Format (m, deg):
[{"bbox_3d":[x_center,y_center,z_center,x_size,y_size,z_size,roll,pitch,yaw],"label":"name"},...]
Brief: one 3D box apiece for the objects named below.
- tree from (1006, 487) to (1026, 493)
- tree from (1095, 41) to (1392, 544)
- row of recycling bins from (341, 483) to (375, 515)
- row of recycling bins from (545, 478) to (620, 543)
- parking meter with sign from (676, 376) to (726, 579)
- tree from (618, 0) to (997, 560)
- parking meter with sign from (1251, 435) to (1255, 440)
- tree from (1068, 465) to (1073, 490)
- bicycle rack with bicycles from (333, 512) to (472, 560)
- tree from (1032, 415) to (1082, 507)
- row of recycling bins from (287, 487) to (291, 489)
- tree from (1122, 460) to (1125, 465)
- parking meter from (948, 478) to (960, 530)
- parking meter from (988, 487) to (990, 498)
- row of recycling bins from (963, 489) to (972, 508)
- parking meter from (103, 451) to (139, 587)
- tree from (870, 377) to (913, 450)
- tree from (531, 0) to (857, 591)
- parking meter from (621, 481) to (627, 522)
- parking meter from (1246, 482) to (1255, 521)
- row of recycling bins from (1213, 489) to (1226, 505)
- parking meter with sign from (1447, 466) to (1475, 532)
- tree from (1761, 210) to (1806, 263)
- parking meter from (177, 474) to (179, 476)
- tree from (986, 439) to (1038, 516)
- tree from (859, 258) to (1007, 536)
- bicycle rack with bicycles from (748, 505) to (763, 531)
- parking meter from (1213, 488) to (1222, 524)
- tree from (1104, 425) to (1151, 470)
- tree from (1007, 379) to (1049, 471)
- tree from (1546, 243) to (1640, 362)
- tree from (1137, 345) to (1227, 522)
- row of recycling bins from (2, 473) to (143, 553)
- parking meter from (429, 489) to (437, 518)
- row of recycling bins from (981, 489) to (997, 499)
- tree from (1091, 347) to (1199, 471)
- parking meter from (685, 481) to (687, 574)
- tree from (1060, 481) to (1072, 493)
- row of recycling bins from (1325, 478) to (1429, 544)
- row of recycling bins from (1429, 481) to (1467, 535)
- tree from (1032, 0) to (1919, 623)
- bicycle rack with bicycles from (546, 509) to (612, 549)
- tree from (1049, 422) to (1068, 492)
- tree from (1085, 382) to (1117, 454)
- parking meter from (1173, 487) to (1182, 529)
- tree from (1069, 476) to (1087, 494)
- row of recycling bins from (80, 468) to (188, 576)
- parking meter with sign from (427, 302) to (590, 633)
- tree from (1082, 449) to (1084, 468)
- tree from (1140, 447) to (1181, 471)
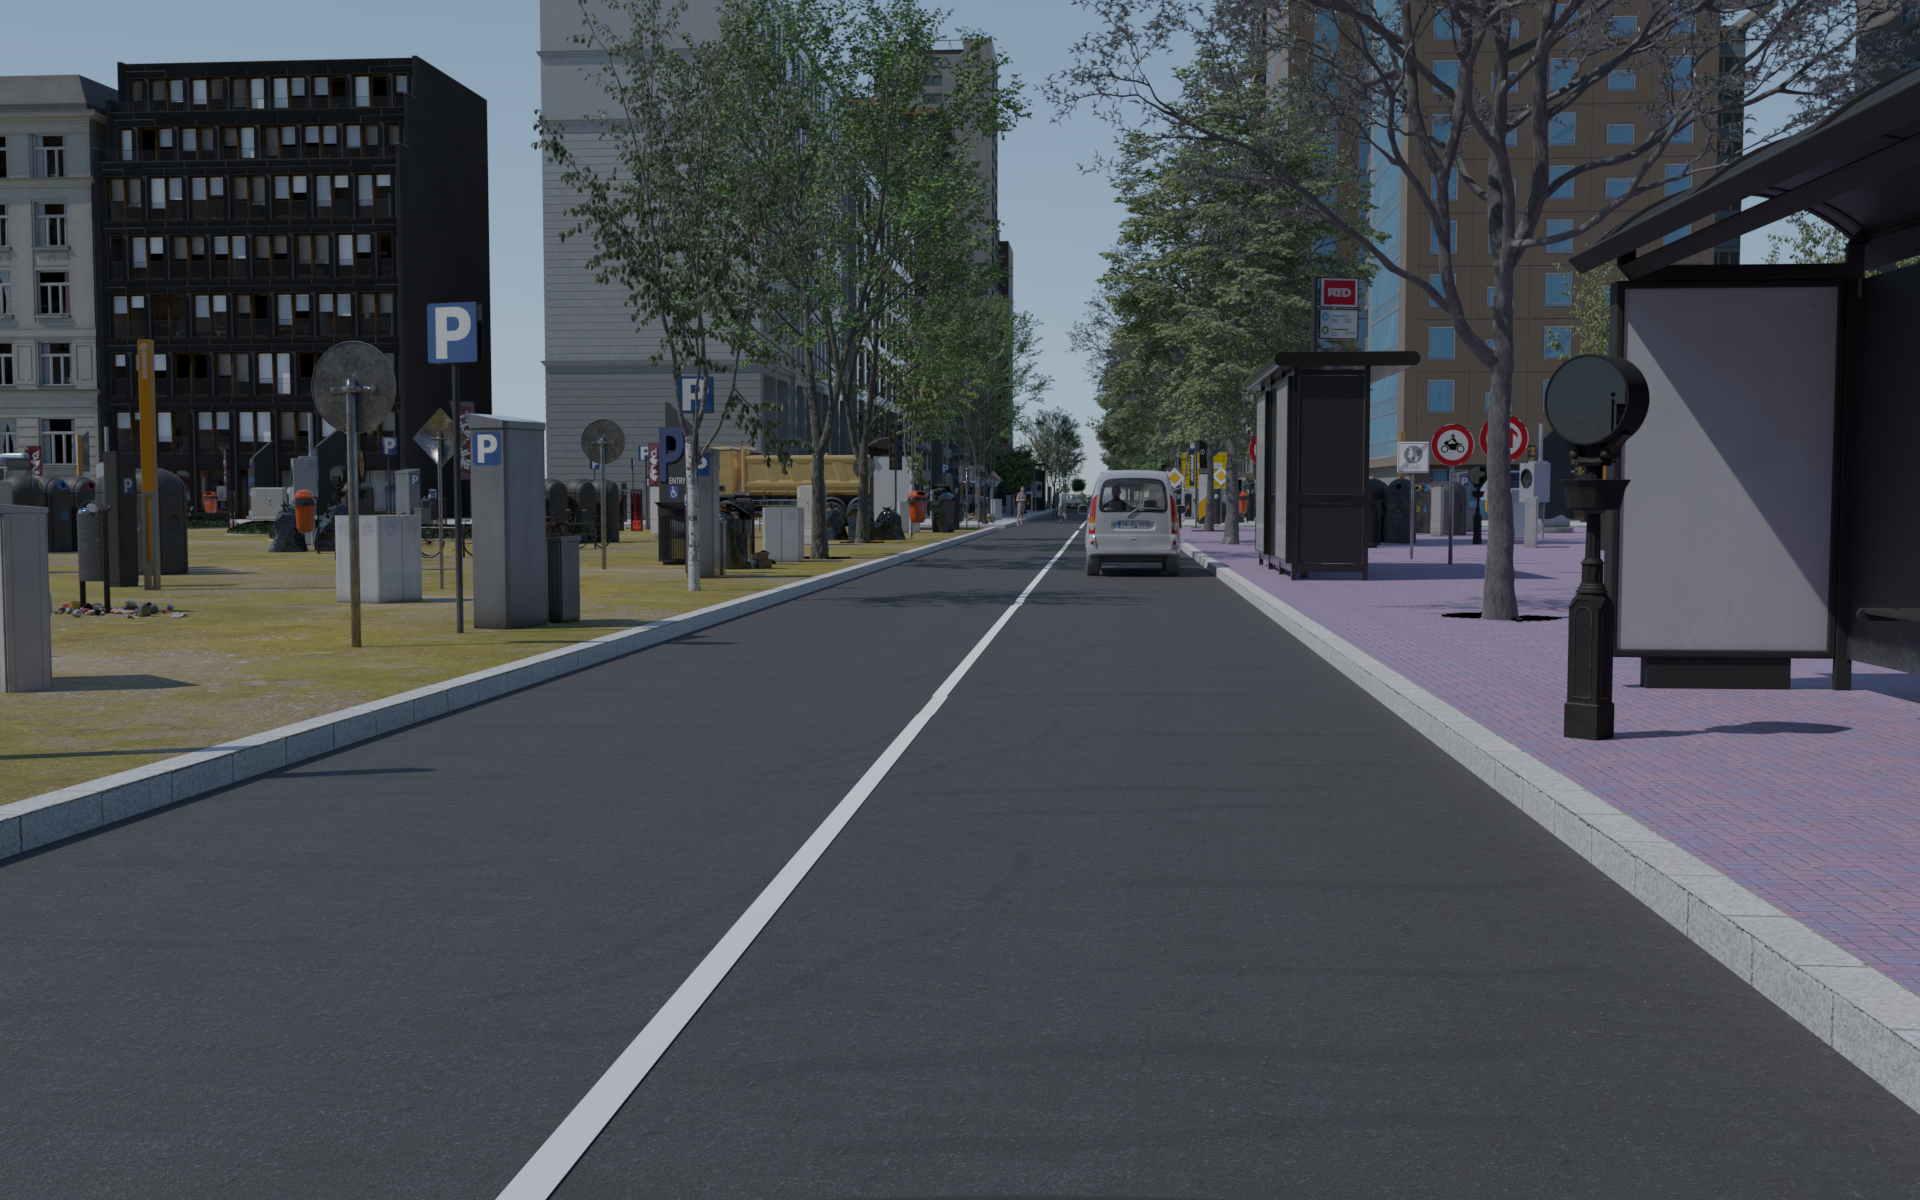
[{"bbox_3d":[3.455,-7.053,109.919,1.663,3.219,1.824,0,3,0],"label":"tree"},{"bbox_3d":[7.116,-7.718,44.315,7.486,12.596,7.792,0,3,0],"label":"tree"},{"bbox_3d":[-22.329,-3.503,64.383,1.069,1.692,3.534,-1,4,-13],"label":"row of recycling bins"},{"bbox_3d":[-10.303,-2.329,45.187,1.069,1.692,3.534,3,4,36],"label":"row of recycling bins"},{"bbox_3d":[-3.910,-1.850,26.510,0.543,3.016,1.738,0,4,0],"label":"parking meter with sign"},{"bbox_3d":[-2.656,-6.621,34.011,9.928,11.665,9.643,0,3,0],"label":"tree"},{"bbox_3d":[9.382,-3.342,50.910,0.543,3.016,1.738,-3,4,-38],"label":"parking meter with sign"},{"bbox_3d":[13.909,-17.628,238.586,4.737,8.622,4.395,0,3,0],"label":"tree"},{"bbox_3d":[-11.172,-1.284,34.377,2.925,0.926,2.852,1,4,14],"label":"bicycle rack with bicycles"},{"bbox_3d":[8.331,-12.838,160.263,4.360,8.622,3.978,0,3,0],"label":"tree"},{"bbox_3d":[-31.314,-4.768,85.067,3.534,1.692,1.069,-3,4,-37],"label":"row of recycling bins"},{"bbox_3d":[23.385,-17.237,232.184,4.737,8.622,4.395,0,3,0],"label":"tree"},{"bbox_3d":[-0.209,-3.423,61.670,0.255,1.863,0.399,3,5,42],"label":"parking meter"},{"bbox_3d":[2.233,-7.412,126.893,0.255,1.863,0.399,3,5,40],"label":"parking meter"},{"bbox_3d":[0.521,-8.345,143.553,1.069,1.692,3.534,0,4,2],"label":"row of recycling bins"},{"bbox_3d":[-11.601,-1.116,23.963,0.255,1.863,0.399,1,4,12],"label":"parking meter"},{"bbox_3d":[-4.766,-9.303,102.465,4.360,8.622,3.978,0,3,0],"label":"tree"},{"bbox_3d":[-3.470,-4.413,22.515,4.360,8.622,3.978,0,3,0],"label":"tree"},{"bbox_3d":[-15.396,-4.507,79.392,0.255,1.863,0.399,-1,4,-12],"label":"parking meter"},{"bbox_3d":[13.855,-4.706,82.653,0.399,1.863,0.255,-3,4,-36],"label":"parking meter"},{"bbox_3d":[20.417,-7.889,136.101,3.534,1.692,1.069,1,4,13],"label":"row of recycling bins"},{"bbox_3d":[17.039,-3.844,59.113,0.543,3.016,1.738,-1,4,-11],"label":"parking meter with sign"},{"bbox_3d":[18.881,-5.387,38.440,4.737,8.622,4.395,0,3,0],"label":"tree"},{"bbox_3d":[-23.347,-2.789,51.316,0.399,1.863,0.255,-1,4,-16],"label":"parking meter"},{"bbox_3d":[3.084,-7.220,101.757,4.285,4.588,4.351,0,3,0],"label":"tree"},{"bbox_3d":[-1.258,-6.296,53.300,4.737,8.622,4.395,0,3,0],"label":"tree"},{"bbox_3d":[-7.711,-2.763,58.561,2.852,0.926,2.925,-1,4,-10],"label":"bicycle rack with bicycles"},{"bbox_3d":[10.878,-3.960,73.164,0.372,1.533,0.369,0,3,0],"label":"parking meter"},{"bbox_3d":[21.426,-16.669,206.946,8.767,10.594,7.601,-1,4,-12],"label":"tree"},{"bbox_3d":[1.543,-8.851,95.074,4.737,8.622,4.395,0,3,0],"label":"tree"},{"bbox_3d":[19.013,-6.113,50.315,4.737,8.622,4.395,0,3,0],"label":"tree"},{"bbox_3d":[10.448,-7.937,80.136,4.360,8.622,3.978,0,3,0],"label":"tree"},{"bbox_3d":[-19.944,-1.925,38.583,1.069,1.692,3.534,1,4,12],"label":"row of recycling bins"},{"bbox_3d":[-25.726,-4.656,84.543,0.372,1.533,0.369,0,3,0],"label":"parking meter"},{"bbox_3d":[2.270,-7.546,130.491,1.069,1.692,3.534,-1,4,-18],"label":"row of recycling bins"},{"bbox_3d":[14.283,-13.620,129.339,9.857,13.997,8.962,0,3,0],"label":"tree"},{"bbox_3d":[-4.250,-1.196,27.967,0.372,1.533,0.369,0,3,0],"label":"parking meter"},{"bbox_3d":[15.331,-15.582,249.368,1.663,3.219,1.824,0,3,0],"label":"tree"},{"bbox_3d":[10.587,-2.391,46.208,1.069,1.692,3.534,-3,5,-44],"label":"row of recycling bins"},{"bbox_3d":[15.406,-2.970,55.673,1.069,1.692,3.534,0,4,-2],"label":"row of recycling bins"},{"bbox_3d":[5.397,-6.543,17.347,12.009,13.543,11.850,0,3,0],"label":"tree"},{"bbox_3d":[-9.497,-1.650,40.359,2.925,0.926,2.852,-3,4,-36],"label":"bicycle rack with bicycles"},{"bbox_3d":[7.624,-13.316,168.072,4.737,8.622,4.395,0,3,0],"label":"tree"},{"bbox_3d":[27.194,-26.437,288.131,12.611,20.169,13.585,0,3,0],"label":"tree"},{"bbox_3d":[8.049,-3.419,64.314,0.372,1.533,0.369,0,3,0],"label":"parking meter"},{"bbox_3d":[20.750,-19.643,304.871,4.285,4.588,4.351,0,3,0],"label":"tree"},{"bbox_3d":[-13.627,-1.319,28.686,1.069,1.692,3.534,-2,4,-35],"label":"row of recycling bins"},{"bbox_3d":[-4.316,-1.248,16.659,0.543,3.016,1.738,1,4,21],"label":"parking meter with sign"},{"bbox_3d":[13.303,-16.236,215.816,4.360,8.622,3.978,0,3,0],"label":"tree"},{"bbox_3d":[13.662,-8.079,115.806,4.285,4.588,4.351,0,3,0],"label":"tree"}]
